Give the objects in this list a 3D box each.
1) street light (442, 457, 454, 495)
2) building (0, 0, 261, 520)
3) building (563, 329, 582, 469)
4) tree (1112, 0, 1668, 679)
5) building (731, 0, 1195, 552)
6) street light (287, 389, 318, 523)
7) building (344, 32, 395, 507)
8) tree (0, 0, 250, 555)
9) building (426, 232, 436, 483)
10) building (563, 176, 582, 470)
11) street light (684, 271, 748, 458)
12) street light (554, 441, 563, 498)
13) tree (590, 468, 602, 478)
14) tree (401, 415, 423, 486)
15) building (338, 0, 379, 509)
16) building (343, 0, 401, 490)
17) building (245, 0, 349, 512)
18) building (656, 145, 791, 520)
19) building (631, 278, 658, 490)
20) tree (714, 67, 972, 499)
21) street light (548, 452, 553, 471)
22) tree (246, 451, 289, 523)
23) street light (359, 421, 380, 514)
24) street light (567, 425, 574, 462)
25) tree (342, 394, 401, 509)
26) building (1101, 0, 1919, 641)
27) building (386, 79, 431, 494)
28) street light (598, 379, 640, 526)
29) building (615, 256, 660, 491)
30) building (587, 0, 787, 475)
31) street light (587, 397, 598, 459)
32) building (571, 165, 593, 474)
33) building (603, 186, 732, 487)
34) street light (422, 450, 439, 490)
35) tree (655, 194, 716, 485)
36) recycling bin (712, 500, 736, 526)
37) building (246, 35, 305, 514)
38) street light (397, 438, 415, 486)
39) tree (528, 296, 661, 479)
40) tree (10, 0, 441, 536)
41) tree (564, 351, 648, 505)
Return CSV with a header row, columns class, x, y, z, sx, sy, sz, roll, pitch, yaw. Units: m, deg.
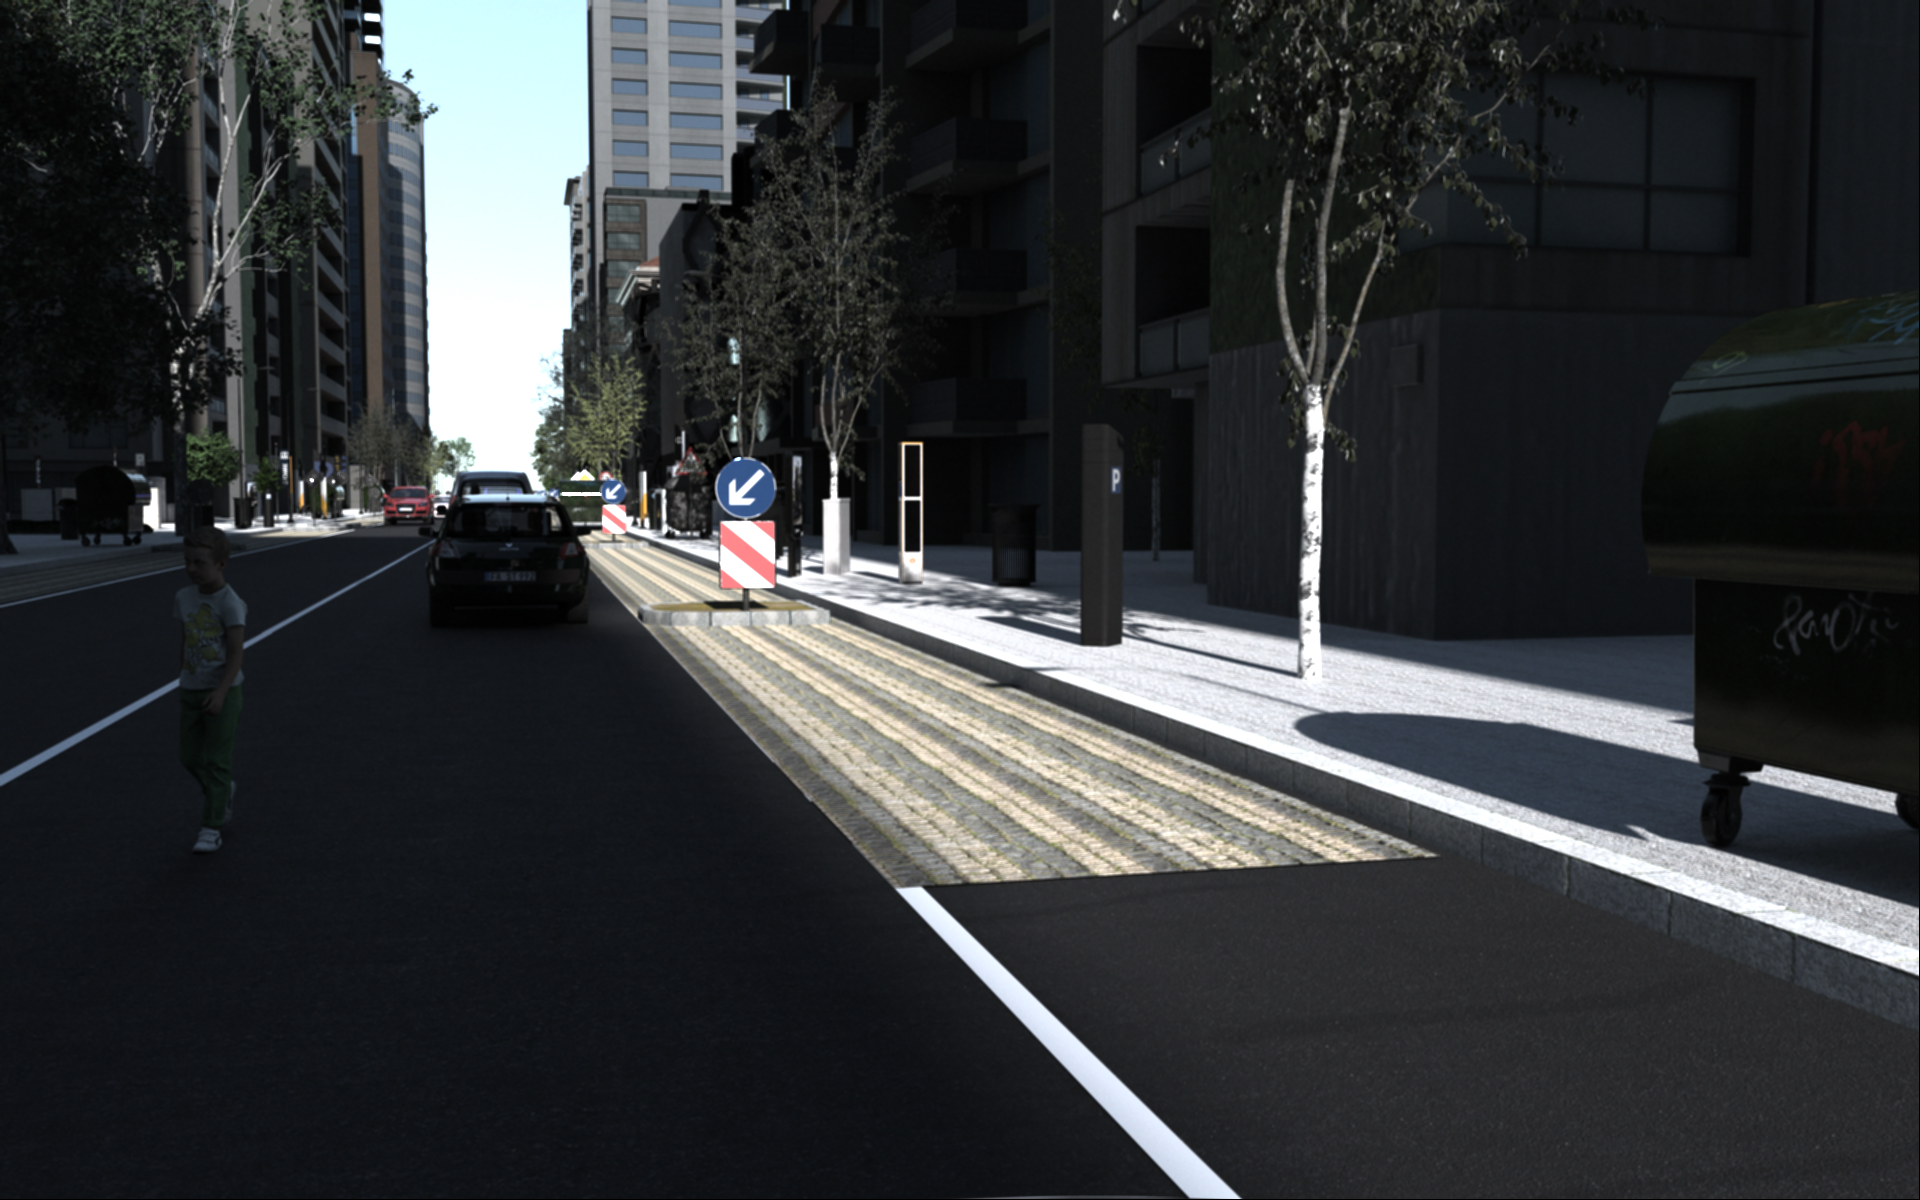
class,x,y,z,sx,sy,sz,roll,pitch,yaw
street light,-68.063,-15.719,229.539,1.470,5.913,1.316,-1,4,-14
building,-44.081,-24.665,86.872,14.154,41.232,14.086,-1,4,-14
building,-61.820,-32.400,301.437,14.160,30.474,14.107,-1,4,-14
tree,2.669,-3.761,11.859,4.360,8.622,3.978,0,3,0
building,5.378,-24.314,52.159,22.147,44.769,28.867,-1,4,-14
street light,-28.942,-6.341,76.211,1.470,5.913,1.316,-1,4,-14
building,-64.073,-31.885,171.437,14.600,45.320,14.200,-1,4,-14
tree,-20.638,-7.323,36.732,9.611,12.733,9.660,0,3,0
building,-94.536,-39.755,269.603,23.786,49.044,30.456,-1,4,-14
building,-49.315,-42.402,282.507,28.713,52.752,27.495,-1,4,-14
street light,-5.049,-3.900,36.312,1.470,5.913,1.316,-1,4,-14
street light,-35.803,-11.279,156.949,1.470,5.913,1.316,-1,4,-14
tree,-27.314,-8.251,129.511,1.663,3.219,1.824,0,3,0
tree,-45.986,-11.443,137.461,4.360,8.622,3.978,0,3,0
building,-63.129,-43.713,152.961,20.563,71.187,20.611,-1,4,-14
building,-73.772,-53.720,190.993,22.319,86.520,31.000,-1,4,-14
building,-59.368,-31.098,132.154,21.300,48.544,21.600,-1,4,-14
building,-6.727,-13.707,91.568,16.811,18.784,16.820,-1,4,-14
building,-15.072,-15.722,124.501,16.820,18.784,16.811,-1,4,-14
tree,-2.040,-4.932,30.997,4.360,8.622,3.978,0,3,0
street light,-44.502,-13.385,191.382,1.470,5.913,1.316,-1,4,-14
tree,-31.169,-5.097,77.945,1.663,3.219,1.824,0,3,0
street light,-37.631,-8.427,110.326,1.470,5.913,1.316,-1,4,-14
street light,-25.680,-8.837,117.027,1.470,5.913,1.316,-1,4,-14
tree,-44.903,-11.099,131.827,4.360,8.622,3.978,0,3,0
building,9.251,-20.710,22.206,14.154,41.232,14.086,-1,4,-14
building,-85.735,-42.741,240.817,21.231,58.520,28.212,-1,4,-14
street light,-13.734,-5.968,70.119,1.470,5.913,1.316,-1,4,-14
building,-21.816,-18.720,142.222,11.583,22.565,21.152,-1,4,-14
building,-29.349,-39.475,187.423,21.231,58.520,28.212,-1,4,-14
street light,-17.051,-6.769,83.207,1.470,5.913,1.316,-1,4,-14
building,-45.226,-38.790,253.817,23.786,49.044,30.456,-1,4,-14
building,-27.184,-24.171,166.890,14.160,30.474,14.107,-1,4,-14
street light,-56.137,-12.861,182.812,1.470,5.913,1.316,-1,4,-14
tree,-5.230,-5.582,41.620,4.360,8.622,3.978,0,3,0
recycling bin,-9.649,-3.566,70.866,0.722,1.027,0.722,2,4,35
building,-49.669,-20.602,108.540,14.160,30.474,14.107,-1,4,-14
street light,-47.505,-10.791,148.966,1.470,5.913,1.316,-1,4,-14
tree,-21.693,-12.068,107.674,12.009,13.543,11.850,0,3,0
tree,-22.527,-11.960,51.435,12.611,20.169,13.585,0,3,0
tree,-17.738,-8.426,88.129,4.737,8.622,4.395,0,3,0
